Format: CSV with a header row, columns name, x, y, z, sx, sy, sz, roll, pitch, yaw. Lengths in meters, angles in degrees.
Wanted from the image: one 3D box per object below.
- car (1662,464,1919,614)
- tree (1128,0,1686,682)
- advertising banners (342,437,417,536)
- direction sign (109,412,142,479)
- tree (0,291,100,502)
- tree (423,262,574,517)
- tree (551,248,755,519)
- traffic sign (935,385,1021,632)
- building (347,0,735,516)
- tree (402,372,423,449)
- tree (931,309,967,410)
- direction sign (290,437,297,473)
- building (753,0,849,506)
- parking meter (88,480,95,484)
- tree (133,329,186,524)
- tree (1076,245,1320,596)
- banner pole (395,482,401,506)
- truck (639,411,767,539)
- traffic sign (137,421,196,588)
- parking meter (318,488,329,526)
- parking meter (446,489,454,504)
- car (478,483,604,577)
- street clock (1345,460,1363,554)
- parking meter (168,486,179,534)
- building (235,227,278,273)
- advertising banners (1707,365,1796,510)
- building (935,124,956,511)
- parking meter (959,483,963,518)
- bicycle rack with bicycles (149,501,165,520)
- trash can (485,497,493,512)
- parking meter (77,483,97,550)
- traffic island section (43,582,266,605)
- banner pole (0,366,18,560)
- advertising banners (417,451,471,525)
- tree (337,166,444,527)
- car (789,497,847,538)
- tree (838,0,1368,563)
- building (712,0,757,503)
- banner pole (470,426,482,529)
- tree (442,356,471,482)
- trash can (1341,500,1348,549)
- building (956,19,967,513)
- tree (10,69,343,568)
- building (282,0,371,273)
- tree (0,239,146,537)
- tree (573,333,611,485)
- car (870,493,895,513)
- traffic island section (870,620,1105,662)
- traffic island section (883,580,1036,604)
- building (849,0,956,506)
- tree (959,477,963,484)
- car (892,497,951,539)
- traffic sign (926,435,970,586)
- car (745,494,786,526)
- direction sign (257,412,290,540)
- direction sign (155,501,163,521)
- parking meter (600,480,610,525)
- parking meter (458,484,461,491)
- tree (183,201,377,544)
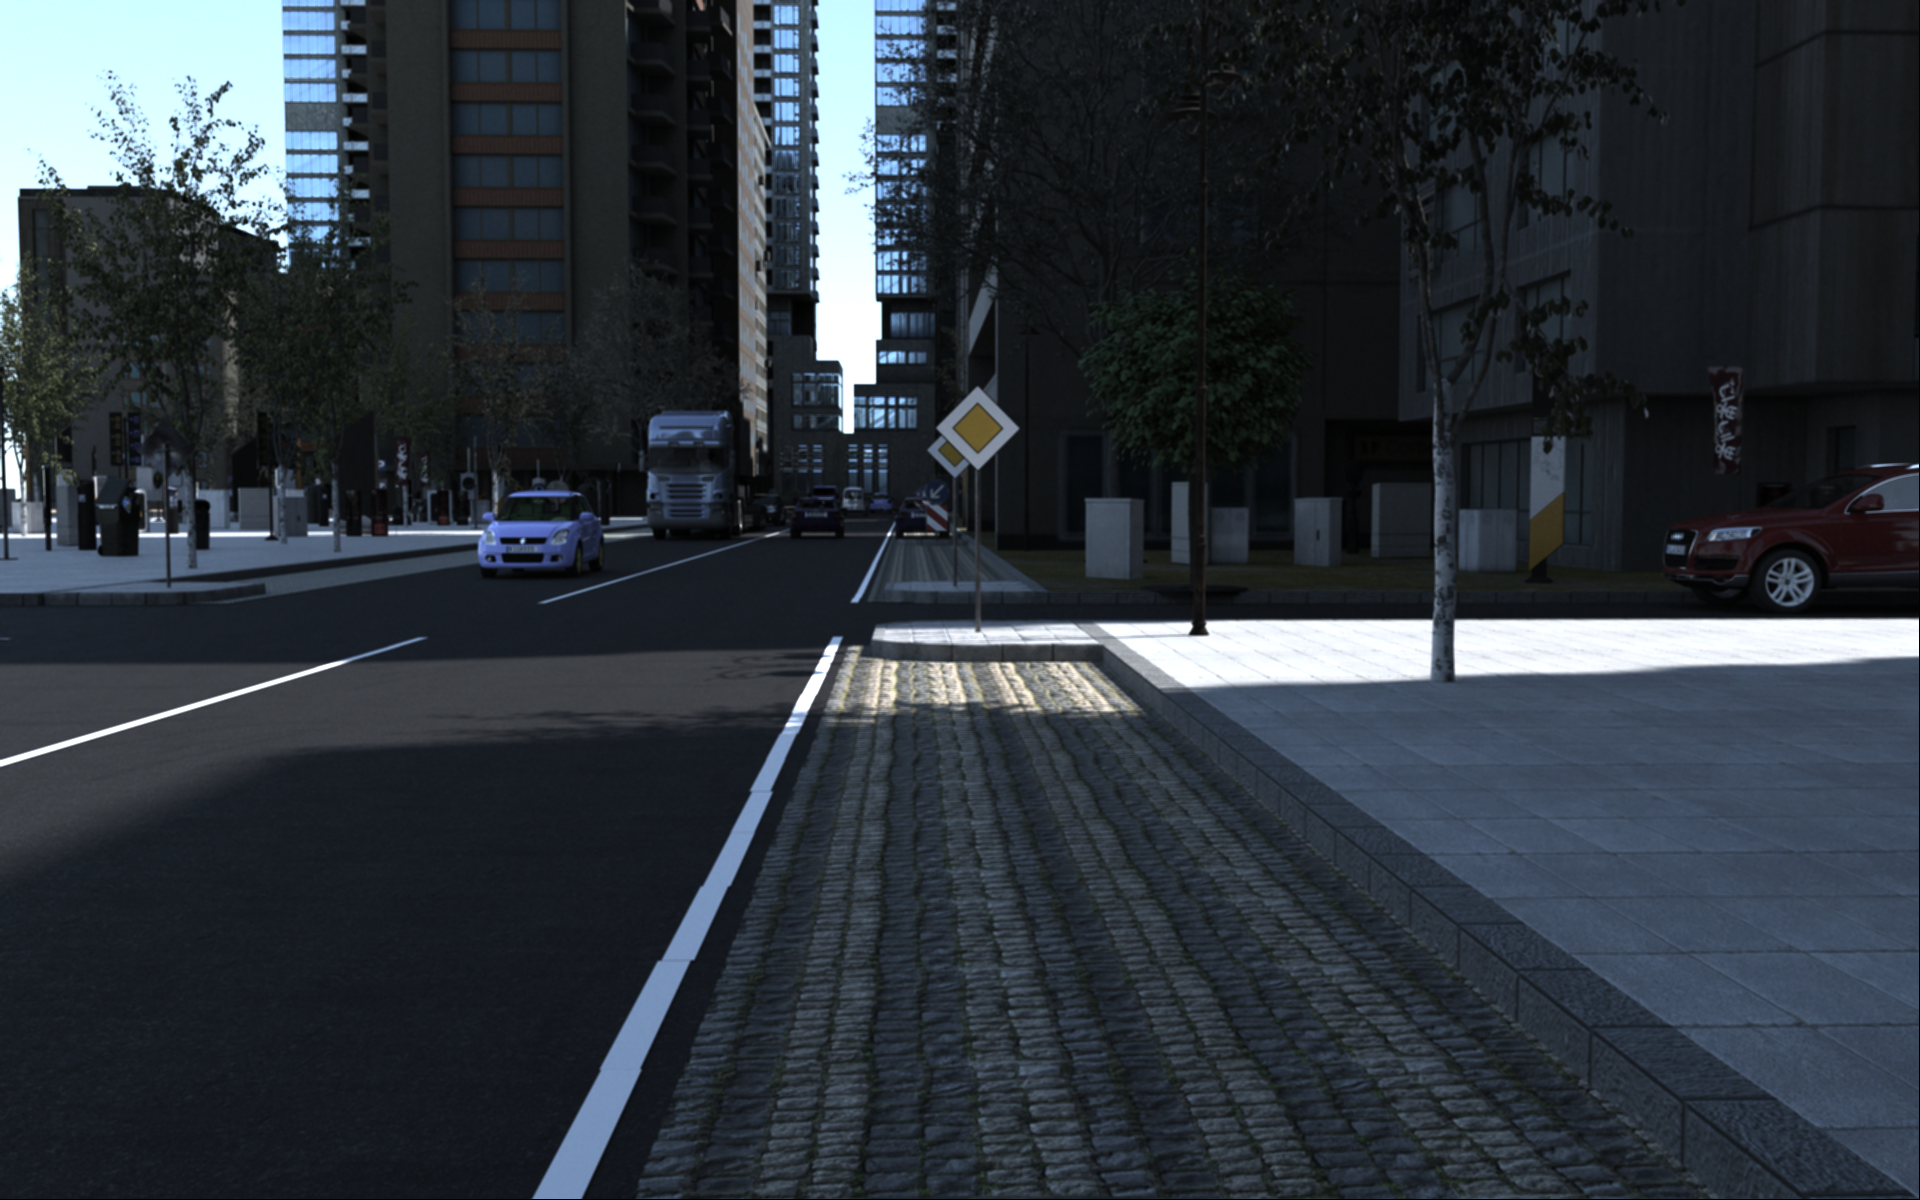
name,x,y,z,sx,sy,sz,roll,pitch,yaw
car,11.519,-0.790,21.585,5.304,1.827,2.281,0,4,0
tree,3.142,-3.736,11.451,4.360,8.622,3.978,0,3,0
advertising banners,-17.729,-3.459,52.740,2.074,3.025,0.090,0,4,-7
direction sign,-23.077,-3.422,47.953,0.876,3.537,0.379,0,4,5
tree,-33.379,-6.878,62.812,4.360,8.622,3.978,0,3,0
tree,-14.837,-6.458,55.952,4.360,8.622,3.978,0,3,0
tree,-15.725,-10.846,87.709,12.009,13.543,11.850,0,3,0
traffic sign,0.163,-0.758,16.036,0.795,2.450,0.064,0,4,-2
building,-26.550,-27.990,112.256,22.147,44.769,28.867,0,4,-2
tree,-28.778,-8.914,96.105,4.360,8.622,3.978,0,3,0
tree,1.062,-7.029,65.288,4.360,8.622,3.978,0,3,0
direction sign,-26.861,-4.719,69.146,0.876,3.537,0.379,-2,4,-35
building,-28.653,-53.730,191.152,31.000,86.520,22.319,0,4,-2
parking meter,-36.553,-4.110,72.908,0.255,1.863,0.399,-2,4,-27
tree,-33.649,-7.583,74.350,4.360,8.622,3.978,0,3,0
tree,3.189,-2.407,23.072,4.285,4.588,4.351,0,3,0
banner pole,-25.147,-5.349,77.474,0.401,3.779,0.863,-2,4,-32
truck,-8.761,-4.404,61.770,2.967,4.110,18.799,0,4,-2
traffic sign,-10.862,-1.228,23.723,0.795,2.450,0.064,0,4,-2
parking meter,-25.341,-3.703,68.962,0.372,1.533,0.369,0,3,0
parking meter,-25.937,-4.872,88.061,0.372,1.533,0.369,0,3,0
car,-7.445,-1.305,30.932,1.945,1.707,3.694,0,4,-3
street clock,8.410,-1.984,37.002,0.358,2.002,0.471,2,4,35
parking meter,-25.473,-2.909,55.969,0.372,1.533,0.369,0,3,0
building,-82.812,-25.403,187.033,14.107,30.474,14.160,0,4,-2
advertising banners,11.174,-1.683,23.702,2.074,3.025,0.090,0,4,-5
building,5.234,-22.418,138.237,14.160,30.474,14.107,0,4,-2
parking meter,0.133,-5.393,93.887,0.255,1.863,0.399,-3,4,-37
bicycle rack with bicycles,-39.691,-4.368,84.796,2.852,0.926,2.925,-2,4,-31
trash can,-24.058,-4.723,88.875,0.748,1.137,0.748,0,3,0
parking meter,-20.048,-1.917,39.758,0.372,1.533,0.369,0,3,0
traffic island section,-10.885,-0.092,23.784,2.009,0.180,2.903,0,4,-2
banner pole,-18.941,-2.683,33.890,0.863,3.779,0.401,0,4,4
advertising banners,-21.173,-4.577,71.016,2.074,3.025,0.090,-1,4,-15
tree,-14.054,-5.366,38.100,4.737,8.622,4.395,0,3,0
car,-4.715,-2.745,57.462,1.945,1.354,3.894,0,4,-3
tree,2.851,-7.454,32.238,12.009,13.543,11.850,0,3,0
building,-23.427,-29.608,134.203,14.600,45.320,14.200,0,4,-2
banner pole,-17.699,-4.481,63.276,0.401,3.779,0.863,-1,4,-20
tree,-21.195,-7.102,66.477,4.737,8.622,4.395,0,3,0
trash can,8.319,-1.661,38.810,0.748,1.137,0.748,0,3,0
building,10.249,-35.111,116.068,21.231,58.520,28.212,0,4,-2
tree,-13.529,-4.851,29.679,4.737,8.622,4.395,0,3,0
building,-60.397,-53.682,190.373,31.000,86.520,22.319,0,4,-2
tree,-28.062,-6.218,52.027,4.737,8.622,4.395,0,3,0
tree,-17.068,-7.582,74.334,4.360,8.622,3.978,0,3,0
car,-5.895,-7.400,130.576,1.945,1.707,3.694,0,3,0
traffic island section,0.186,0.377,16.114,2.009,0.180,2.903,0,4,-2
traffic island section,-0.048,-0.111,24.096,2.009,0.180,2.903,0,4,-2
building,2.331,-53.789,192.125,31.000,86.520,22.319,0,4,-2
tree,0.639,-6.558,101.830,1.663,3.219,1.824,0,3,0
car,-1.239,-2.658,56.044,1.945,1.354,3.894,0,4,-3
traffic sign,-0.072,-1.246,24.018,0.795,2.450,0.064,0,4,-2
car,-8.848,-4.168,77.934,2.009,1.686,4.222,0,4,0
direction sign,-19.156,-3.431,48.099,0.379,3.537,0.876,1,4,19
direction sign,-37.748,-5.473,81.485,0.379,3.537,0.876,-1,4,-14
parking meter,-14.533,-3.986,70.887,0.255,1.863,0.399,1,4,12
parking meter,-26.541,-5.300,92.374,0.399,1.863,0.255,-1,4,-8
tree,-17.261,-5.765,44.613,4.360,8.622,3.978,0,3,0
